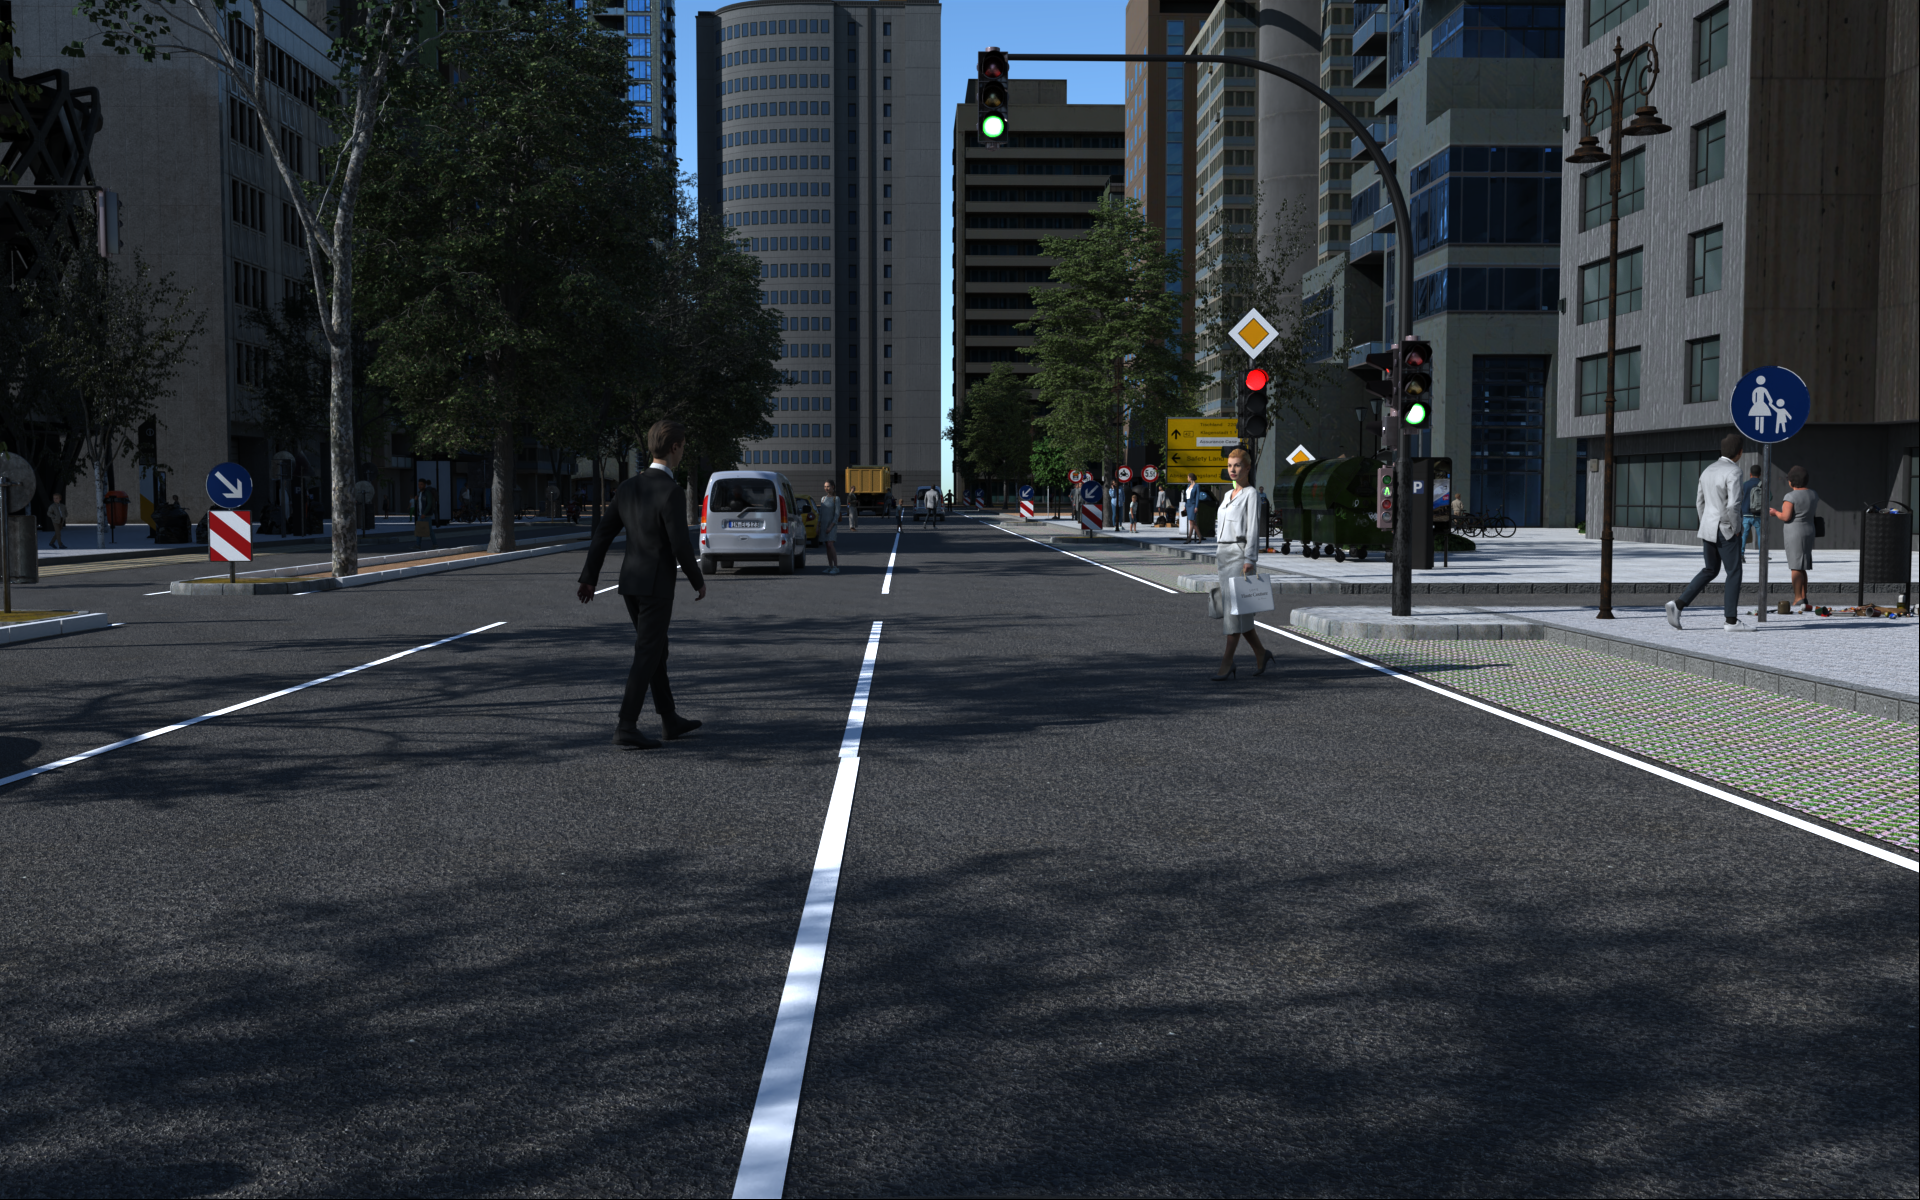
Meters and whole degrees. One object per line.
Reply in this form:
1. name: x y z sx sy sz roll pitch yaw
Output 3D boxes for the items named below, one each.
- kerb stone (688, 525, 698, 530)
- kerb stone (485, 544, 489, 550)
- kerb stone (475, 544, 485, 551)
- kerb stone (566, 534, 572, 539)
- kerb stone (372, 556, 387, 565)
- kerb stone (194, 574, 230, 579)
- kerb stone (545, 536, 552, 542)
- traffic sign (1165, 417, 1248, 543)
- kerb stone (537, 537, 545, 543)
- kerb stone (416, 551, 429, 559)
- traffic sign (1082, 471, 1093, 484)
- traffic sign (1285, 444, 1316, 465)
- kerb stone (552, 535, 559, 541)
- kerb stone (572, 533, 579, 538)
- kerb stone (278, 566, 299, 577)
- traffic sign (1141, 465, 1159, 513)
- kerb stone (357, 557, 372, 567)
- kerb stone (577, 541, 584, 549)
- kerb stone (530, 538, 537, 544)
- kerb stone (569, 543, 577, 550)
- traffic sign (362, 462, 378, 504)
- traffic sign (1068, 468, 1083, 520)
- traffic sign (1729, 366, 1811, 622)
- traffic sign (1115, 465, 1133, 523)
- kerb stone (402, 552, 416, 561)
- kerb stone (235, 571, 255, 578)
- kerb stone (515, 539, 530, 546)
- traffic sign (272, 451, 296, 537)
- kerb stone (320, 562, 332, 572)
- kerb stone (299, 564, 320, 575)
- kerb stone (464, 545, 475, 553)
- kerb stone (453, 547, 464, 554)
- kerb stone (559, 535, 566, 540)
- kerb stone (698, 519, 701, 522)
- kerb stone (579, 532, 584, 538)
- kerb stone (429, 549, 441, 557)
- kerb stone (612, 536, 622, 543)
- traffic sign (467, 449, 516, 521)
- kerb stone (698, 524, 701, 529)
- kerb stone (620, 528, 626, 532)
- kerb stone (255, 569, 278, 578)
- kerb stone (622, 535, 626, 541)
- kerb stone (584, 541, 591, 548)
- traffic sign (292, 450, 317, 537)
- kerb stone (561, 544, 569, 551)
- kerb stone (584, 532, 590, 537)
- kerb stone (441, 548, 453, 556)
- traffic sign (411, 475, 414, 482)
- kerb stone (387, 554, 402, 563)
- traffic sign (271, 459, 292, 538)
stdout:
1. kerb stone: -10.825 -2.922 69.964 0.120 0.150 1.000 0 4 -2
2. kerb stone: -12.135 -1.345 44.286 0.120 0.150 1.000 0 4 -2
3. kerb stone: -12.107 -1.288 43.259 0.120 0.150 1.000 0 4 -2
4. kerb stone: -12.448 -1.977 54.547 0.120 0.150 1.000 0 4 -2
5. kerb stone: -11.859 -0.786 35.043 0.120 0.150 1.000 0 4 -2
6. kerb stone: -11.602 -0.285 26.850 0.120 0.150 1.000 0 4 -2
7. kerb stone: -12.355 -1.791 51.474 0.120 0.150 1.000 0 4 -2
8. traffic sign: 6.552 -3.170 45.701 2.265 3.308 0.079 0 4 1
9. kerb stone: -12.317 -1.728 50.445 0.120 0.150 1.000 0 4 -2
10. kerb stone: -11.947 -0.974 38.118 0.120 0.150 1.000 0 4 -2
11. traffic sign: 7.051 -5.917 96.841 0.768 2.556 0.104 0 4 2
12. traffic sign: 8.945 -2.795 45.435 0.795 2.593 0.064 0 4 6
13. kerb stone: -12.393 -1.850 52.497 0.120 0.150 1.000 0 4 -2
14. kerb stone: -12.476 -2.041 55.569 0.120 0.150 1.000 0 4 -2
15. kerb stone: -11.693 -0.473 29.922 0.120 0.150 1.000 0 4 -2
16. traffic sign: 8.265 -4.603 75.368 0.768 2.556 0.104 0 4 2
17. kerb stone: -11.824 -0.723 34.021 0.120 0.150 1.000 0 4 -2
18. kerb stone: -10.062 -1.415 45.361 0.120 0.150 1.000 0 4 -2
19. kerb stone: -12.300 -1.665 49.422 0.120 0.150 1.000 0 4 -2
20. kerb stone: -10.033 -1.354 44.333 0.120 0.150 1.000 0 4 -2
21. traffic sign: -23.640 -4.229 69.251 0.768 2.556 0.104 0 4 1
22. traffic sign: 5.691 -5.209 85.270 0.768 2.556 0.104 0 4 5
23. traffic sign: 8.046 -1.051 17.292 0.768 2.556 0.104 0 4 7
24. traffic sign: 7.293 -4.710 77.108 0.768 2.556 0.104 0 4 6
25. kerb stone: -11.912 -0.911 37.095 0.120 0.150 1.000 0 4 -2
26. kerb stone: -11.631 -0.347 27.872 0.120 0.150 1.000 0 4 -2
27. kerb stone: -12.264 -1.603 48.400 0.120 0.150 1.000 0 4 -2
28. traffic sign: -19.961 -3.119 51.107 0.768 2.556 0.104 0 4 7
29. kerb stone: -11.755 -0.598 31.974 0.120 0.150 1.000 0 4 -2
30. kerb stone: -11.719 -0.535 30.945 0.120 0.150 1.000 0 4 -2
31. kerb stone: -12.073 -1.226 42.237 0.120 0.150 1.000 0 4 -2
32. kerb stone: -12.044 -1.151 41.205 0.120 0.150 1.000 0 4 -2
33. kerb stone: -12.421 -1.910 53.519 0.120 0.150 1.000 0 4 -2
34. kerb stone: -13.522 -4.100 89.349 0.120 0.150 1.000 0 4 -2
35. kerb stone: -12.516 -2.103 56.590 0.120 0.150 1.000 0 4 -2
36. kerb stone: -11.977 -1.037 39.150 0.120 0.150 1.000 0 4 -2
37. kerb stone: -10.255 -1.789 51.502 0.120 0.150 1.000 0 4 -2
38. traffic sign: -21.335 -5.202 78.926 2.265 3.308 0.079 0 4 4
39. kerb stone: -10.856 -2.980 70.987 0.120 0.150 1.000 0 4 -2
40. kerb stone: -12.797 -2.667 65.797 0.120 0.150 1.000 0 4 -2
41. kerb stone: -11.671 -0.410 28.899 0.120 0.150 1.000 0 4 -2
42. kerb stone: -10.287 -1.854 52.524 0.120 0.150 1.000 0 4 -2
43. kerb stone: -10.108 -1.479 46.382 0.120 0.150 1.000 0 4 -2
44. traffic sign: -19.585 -3.153 51.550 0.884 2.594 0.081 0 4 3
45. kerb stone: -10.009 -1.291 43.308 0.120 0.150 1.000 0 4 -2
46. kerb stone: -12.546 -2.166 57.614 0.120 0.150 1.000 0 4 -2
47. kerb stone: -12.004 -1.100 40.176 0.120 0.150 1.000 0 4 -2
48. traffic sign: -23.059 -4.527 74.022 0.884 2.594 0.081 0 4 4
49. kerb stone: -11.873 -0.848 36.065 0.120 0.150 1.000 0 4 -2
50. traffic sign: -19.796 -2.962 50.554 0.606 2.300 0.079 0 4 5
